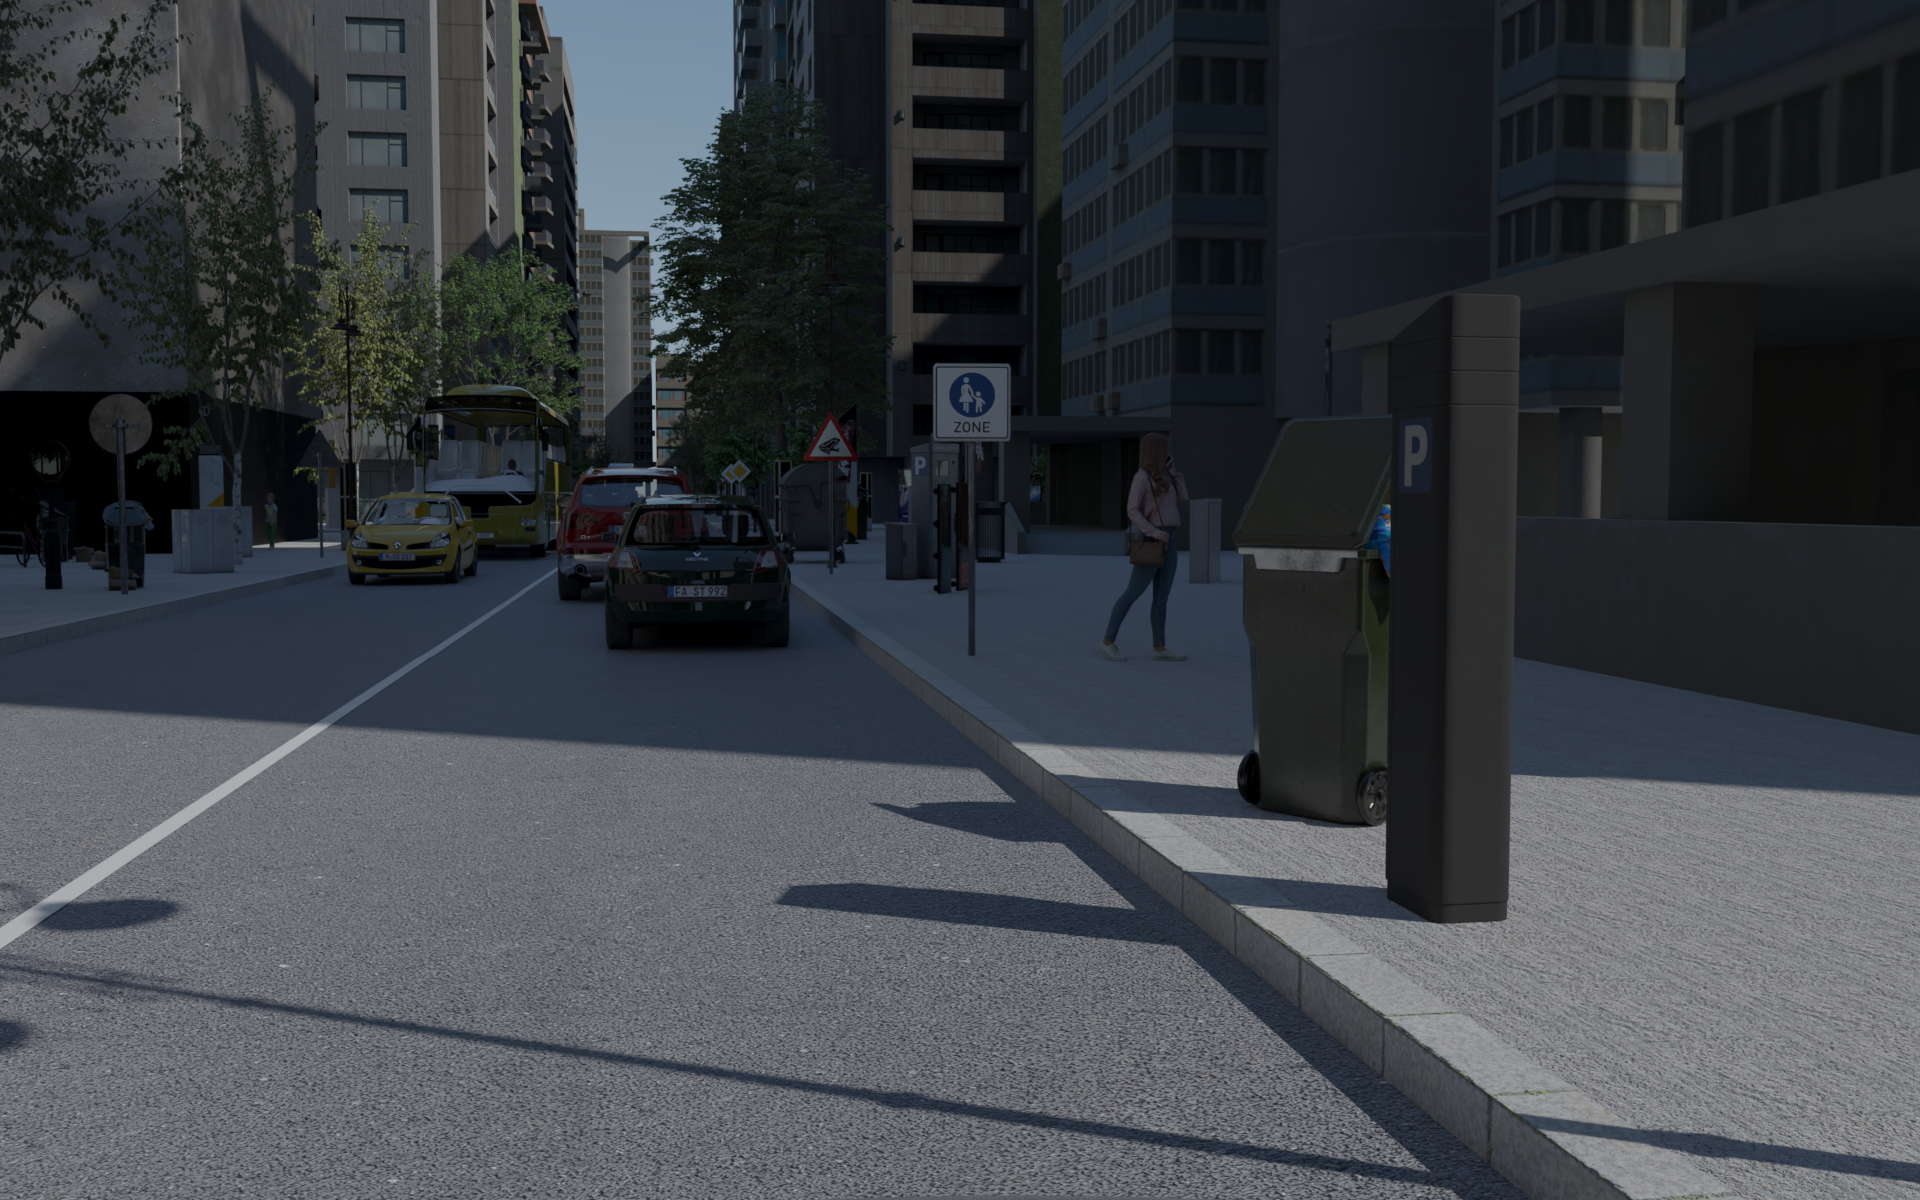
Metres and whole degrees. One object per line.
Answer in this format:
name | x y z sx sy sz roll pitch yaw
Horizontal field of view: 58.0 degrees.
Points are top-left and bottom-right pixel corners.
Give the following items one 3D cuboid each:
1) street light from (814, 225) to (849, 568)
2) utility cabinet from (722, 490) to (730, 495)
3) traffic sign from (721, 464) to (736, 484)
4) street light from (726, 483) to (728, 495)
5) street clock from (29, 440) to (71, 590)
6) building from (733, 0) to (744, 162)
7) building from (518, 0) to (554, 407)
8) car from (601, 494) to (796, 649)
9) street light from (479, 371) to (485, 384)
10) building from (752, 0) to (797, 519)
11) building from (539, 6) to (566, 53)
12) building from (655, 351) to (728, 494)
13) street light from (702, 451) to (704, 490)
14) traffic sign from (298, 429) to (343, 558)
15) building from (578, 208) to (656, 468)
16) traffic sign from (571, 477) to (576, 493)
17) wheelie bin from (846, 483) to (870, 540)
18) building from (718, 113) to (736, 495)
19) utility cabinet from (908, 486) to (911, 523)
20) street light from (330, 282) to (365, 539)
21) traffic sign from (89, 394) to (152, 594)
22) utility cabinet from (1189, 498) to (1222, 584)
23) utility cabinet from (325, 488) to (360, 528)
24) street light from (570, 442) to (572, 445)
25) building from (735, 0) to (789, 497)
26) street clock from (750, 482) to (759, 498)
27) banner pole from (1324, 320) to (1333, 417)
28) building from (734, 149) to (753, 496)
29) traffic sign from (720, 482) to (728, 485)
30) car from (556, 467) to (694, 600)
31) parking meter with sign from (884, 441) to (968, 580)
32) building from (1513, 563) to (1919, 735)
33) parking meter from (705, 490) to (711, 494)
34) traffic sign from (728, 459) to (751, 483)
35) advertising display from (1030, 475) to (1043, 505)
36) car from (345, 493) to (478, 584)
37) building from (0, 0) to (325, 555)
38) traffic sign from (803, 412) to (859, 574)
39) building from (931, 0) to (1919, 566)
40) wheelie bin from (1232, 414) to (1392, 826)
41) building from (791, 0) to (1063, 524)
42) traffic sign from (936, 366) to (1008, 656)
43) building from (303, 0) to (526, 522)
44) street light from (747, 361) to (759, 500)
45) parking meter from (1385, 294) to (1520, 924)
street light | -2.231 -3.502 30.048 0.468 5.910 1.993 -1 4 -9
utility cabinet | -12.867 -5.288 95.131 0.318 1.500 1.173 0 4 -2
traffic sign | -8.678 -3.898 65.925 0.795 2.593 0.064 -1 4 -9
street light | -11.486 -6.874 85.177 0.468 5.910 1.993 -1 4 -9
street clock | -12.230 -1.147 23.318 0.471 2.002 0.358 -1 4 -19
building | -11.584 -38.427 170.278 21.231 58.520 28.212 -1 4 -9
building | -46.957 -30.285 149.777 22.147 44.769 28.867 -1 4 -9
car | -2.642 -0.473 17.513 2.009 1.686 4.222 -1 4 -8
street light | -17.869 -5.635 64.920 0.468 5.910 1.993 -1 4 -9
building | -0.653 -40.030 92.735 20.563 71.187 20.611 -1 4 -9
building | -50.343 -33.766 175.781 21.300 48.544 21.600 -1 4 -9
building | -27.540 -24.220 241.033 28.899 21.520 27.650 -1 4 -9
street light | -20.642 -10.199 139.547 0.468 5.910 1.993 -1 4 -9
traffic sign | -12.847 -2.128 34.791 0.884 2.594 0.081 0 4 -5
building | -54.141 -33.398 237.942 23.993 40.220 32.217 -1 4 -9
traffic sign | -29.233 -7.955 130.178 0.768 2.556 0.104 0 4 -7
wheelie bin | -2.933 -2.493 48.672 0.693 1.594 0.980 -2 4 -27
building | -16.471 -33.285 198.829 22.147 44.769 28.867 -1 4 -9
utility cabinet | -0.674 -2.085 42.766 1.173 1.500 0.318 1 4 16
street light | -13.355 -3.982 37.894 0.468 5.910 1.993 -1 4 -9
traffic sign | -10.689 -1.344 22.084 0.768 2.556 0.104 0 4 -6
utility cabinet | 3.568 -0.861 25.236 0.306 1.237 1.020 1 4 18
utility cabinet | -23.057 -3.423 64.647 1.173 1.500 0.318 -3 5 -43
street light | -27.160 -9.018 120.239 0.468 5.910 1.993 -1 4 -9
building | -4.831 -31.012 126.648 23.786 49.044 30.456 -1 4 -9
street clock | -10.485 -5.107 88.066 0.471 2.002 0.358 2 4 33
banner pole | 5.267 -2.130 24.838 0.401 3.779 0.863 1 4 19
building | -12.359 -23.059 148.710 14.160 30.474 14.107 -1 4 -9
traffic sign | -13.569 -6.126 100.269 0.768 2.556 0.104 0 4 -3
car | -4.700 -1.002 25.059 2.281 1.827 5.304 -1 4 -10
parking meter with sign | -0.404 -1.838 26.310 0.543 3.016 1.738 3 5 41
building | 20.507 -19.671 13.495 32.217 40.220 23.993 -1 4 -9
parking meter | -15.430 -5.972 106.053 0.372 1.533 0.369 0 3 0
traffic sign | -7.362 -3.416 58.049 0.795 2.593 0.064 -1 4 -9
advertising display | 2.331 -3.281 58.861 0.974 1.923 0.123 2 4 25
car | -9.080 -1.139 28.848 2.015 1.641 3.980 -1 4 -10
building | -26.096 -10.764 43.451 16.811 18.784 16.820 -1 4 -9
traffic sign | -2.058 -1.688 27.610 0.884 2.594 0.081 0 4 -7
building | 15.966 -21.604 45.114 32.217 40.220 23.993 -1 4 -9
wheelie bin | 1.540 0.055 7.016 0.693 1.594 0.980 -3 5 -40
building | -0.035 -18.733 77.986 14.107 30.474 14.160 -1 4 -9
traffic sign | 0.092 -0.706 13.677 0.606 2.300 0.079 0 4 -3
building | -29.091 -24.501 84.182 14.154 41.232 14.086 -1 4 -9
street light | -6.852 -5.196 57.734 0.468 5.910 1.993 -1 4 -9
parking meter | 1.503 0.024 5.317 0.255 1.863 0.399 -1 4 -11
